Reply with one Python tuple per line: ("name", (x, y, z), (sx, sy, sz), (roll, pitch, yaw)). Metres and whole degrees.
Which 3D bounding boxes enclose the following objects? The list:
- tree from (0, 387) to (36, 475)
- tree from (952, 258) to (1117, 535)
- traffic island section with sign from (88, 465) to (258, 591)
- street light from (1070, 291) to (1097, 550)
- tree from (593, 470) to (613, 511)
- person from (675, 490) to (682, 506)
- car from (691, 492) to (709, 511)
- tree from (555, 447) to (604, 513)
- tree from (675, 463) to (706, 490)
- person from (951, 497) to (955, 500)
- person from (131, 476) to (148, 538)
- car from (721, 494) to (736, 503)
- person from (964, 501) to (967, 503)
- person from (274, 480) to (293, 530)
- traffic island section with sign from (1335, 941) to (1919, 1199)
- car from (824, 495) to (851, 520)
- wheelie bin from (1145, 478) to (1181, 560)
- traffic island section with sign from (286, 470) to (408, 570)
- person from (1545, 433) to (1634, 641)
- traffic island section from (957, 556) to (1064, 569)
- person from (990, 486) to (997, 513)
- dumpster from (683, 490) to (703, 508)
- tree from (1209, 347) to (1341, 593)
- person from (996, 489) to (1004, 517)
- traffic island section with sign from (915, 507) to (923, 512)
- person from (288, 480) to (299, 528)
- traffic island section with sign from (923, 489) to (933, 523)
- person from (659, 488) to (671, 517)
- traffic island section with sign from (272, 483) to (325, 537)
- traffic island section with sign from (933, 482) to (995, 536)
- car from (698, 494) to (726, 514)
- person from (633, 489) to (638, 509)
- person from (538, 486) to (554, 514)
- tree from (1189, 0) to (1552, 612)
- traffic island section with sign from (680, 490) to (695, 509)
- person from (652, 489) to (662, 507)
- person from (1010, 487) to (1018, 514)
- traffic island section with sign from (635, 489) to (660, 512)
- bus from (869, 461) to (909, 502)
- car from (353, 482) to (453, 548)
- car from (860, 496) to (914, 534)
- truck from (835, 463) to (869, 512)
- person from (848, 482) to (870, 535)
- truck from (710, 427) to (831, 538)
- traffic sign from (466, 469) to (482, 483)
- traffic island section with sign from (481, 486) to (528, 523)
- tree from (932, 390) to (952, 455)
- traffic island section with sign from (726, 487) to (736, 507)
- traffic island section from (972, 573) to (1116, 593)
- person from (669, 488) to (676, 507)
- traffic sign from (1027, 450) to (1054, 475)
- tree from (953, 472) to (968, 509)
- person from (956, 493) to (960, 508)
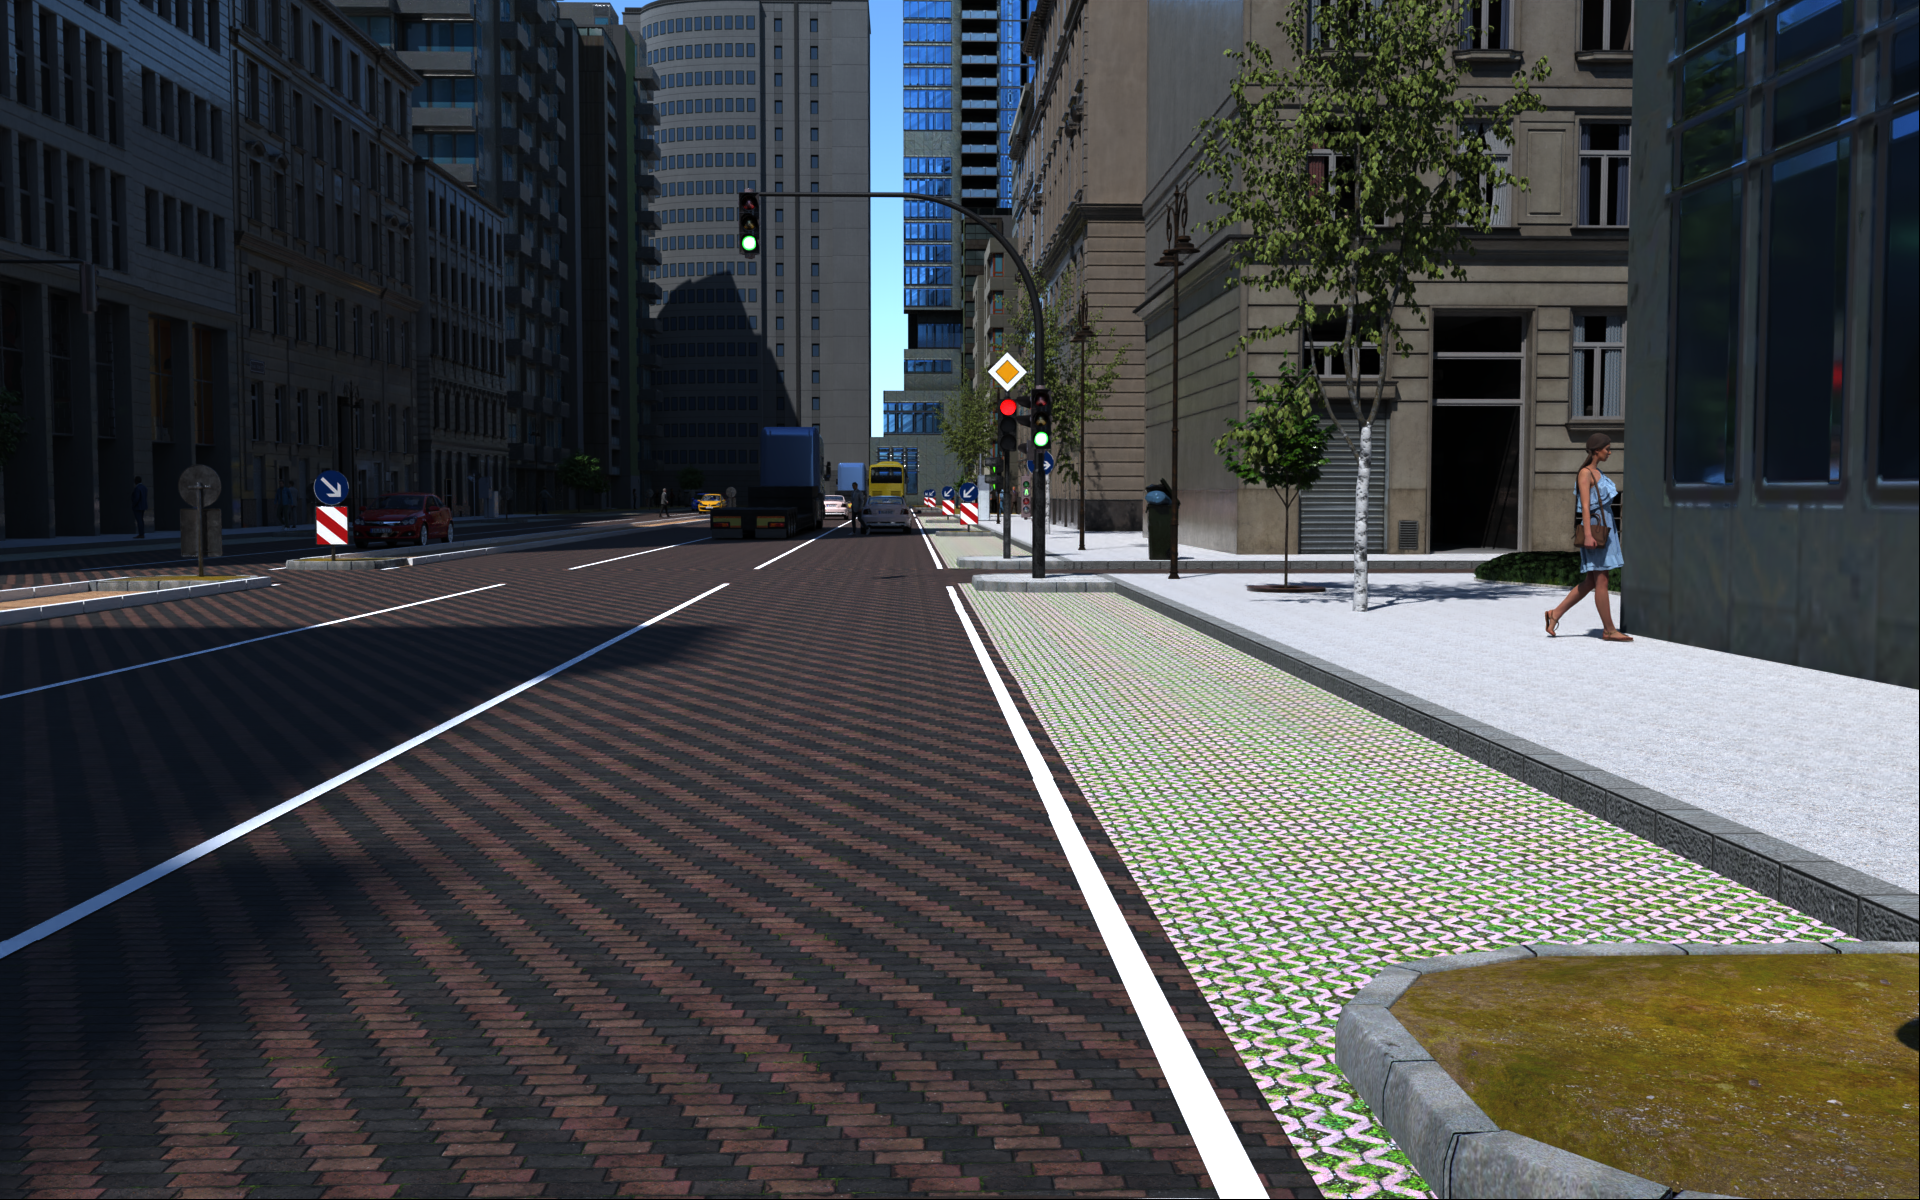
("tree", (-23.628, -3.492, 40.801), (4.285, 4.588, 4.351), (0, 3, 0))
("tree", (3.006, -6.378, 54.647), (4.737, 8.622, 4.395), (0, 3, 0))
("traffic island section with sign", (-11.774, -1.110, 26.280), (2.006, 1.907, 1.989), (0, 4, -2))
("street light", (2.796, -4.081, 39.520), (0.468, 5.910, 1.993), (0, 4, -2))
("tree", (-26.932, -8.222, 129.024), (1.663, 3.219, 1.824), (0, 3, 0))
("person", (-29.312, -10.616, 180.338), (0.721, 1.735, 1.217), (-3, 5, -41))
("car", (-21.859, -8.444, 147.645), (1.945, 1.707, 3.694), (0, 4, -1))
("tree", (-26.463, -8.370, 120.557), (4.285, 4.588, 4.351), (0, 3, 0))
("tree", (-28.475, -12.177, 182.800), (4.285, 4.588, 4.351), (0, 3, 0))
("person", (-0.657, -9.098, 154.818), (0.705, 1.821, 1.348), (0, 4, -6))
("person", (-23.741, -2.686, 50.137), (0.419, 1.800, 0.721), (0, 4, -7))
("car", (-23.381, -10.012, 172.729), (2.155, 1.783, 4.494), (0, 4, -2))
("person", (0.345, -7.135, 123.404), (0.721, 1.736, 1.217), (1, 4, 21))
("person", (-23.898, -3.353, 61.202), (0.601, 1.785, 0.444), (1, 4, 11))
("traffic island section with sign", (1.946, 0.290, 3.890), (1.989, 1.847, 2.006), (0, 4, -2))
("car", (-7.192, -5.206, 97.482), (2.083, 1.381, 4.827), (0, 4, -4))
("wheelie bin", (3.951, -1.587, 33.853), (0.693, 1.594, 0.980), (0, 4, 4))
("traffic island section with sign", (-12.004, -1.562, 33.683), (2.006, 1.907, 1.989), (0, 4, -2))
("person", (5.507, -0.552, 15.167), (0.778, 1.811, 0.616), (3, 4, 37))
("traffic island section", (0.956, -0.744, 34.440), (2.009, 0.180, 2.903), (0, 4, -2))
("person", (2.318, -6.763, 116.632), (1.348, 1.823, 0.705), (0, 4, -6))
("dumpster", (-25.566, -9.668, 166.284), (1.865, 1.857, 1.264), (0, 4, -3))
("tree", (4.364, -1.738, 23.015), (1.663, 3.219, 1.824), (0, 3, 0))
("person", (2.306, -5.556, 97.142), (0.793, 1.790, 0.793), (1, 4, 23))
("traffic island section with sign", (-2.343, -7.809, 136.306), (1.989, 1.847, 2.006), (0, 4, -2))
("person", (-25.348, -3.625, 65.508), (0.583, 1.804, 0.606), (1, 4, 18))
("traffic island section with sign", (-0.713, -4.730, 85.967), (1.989, 1.847, 2.006), (0, 4, -2))
("person", (-18.116, -5.970, 106.511), (0.834, 1.777, 0.661), (-1, 4, -22))
("traffic island section with sign", (-21.840, -3.040, 58.327), (1.989, 1.847, 2.006), (0, 4, -2))
("traffic island section with sign", (0.168, -3.082, 59.027), (1.989, 1.847, 2.006), (0, 4, -2))
("car", (-18.093, -7.114, 126.540), (2.015, 1.641, 3.980), (0, 4, -2))
("person", (-27.330, -8.511, 145.925), (0.721, 1.735, 1.217), (-1, 4, -21))
("person", (-26.957, -6.506, 112.501), (1.350, 1.814, 0.705), (2, 4, 31))
("tree", (4.413, -4.194, 18.935), (4.737, 8.622, 4.395), (0, 3, 0))
("traffic island section with sign", (-25.235, -9.449, 163.112), (1.989, 1.847, 2.006), (0, 4, -2))
("person", (-29.105, -9.769, 166.287), (1.217, 1.766, 0.721), (1, 4, 19))
("person", (3.537, -6.453, 112.095), (0.990, 1.755, 0.434), (-1, 4, -20))
("traffic island section with sign", (-24.360, -7.782, 135.857), (1.989, 1.847, 2.006), (0, 4, -2))
("bus", (-5.348, -8.449, 129.690), (2.896, 3.916, 12.252), (0, 4, -1))
("car", (-15.148, -2.335, 47.216), (2.155, 1.783, 4.494), (0, 4, -2))
("car", (-2.738, -3.148, 63.826), (2.083, 1.381, 4.827), (0, 4, -3))
("truck", (-9.207, -9.380, 143.121), (2.967, 4.110, 18.799), (0, 4, -1))
("person", (-3.531, -3.176, 60.270), (0.795, 1.843, 0.661), (-3, 5, -40))
("truck", (-6.744, -4.518, 63.630), (2.967, 4.110, 18.799), (0, 4, -1))
("traffic sign", (-24.912, -5.447, 88.788), (0.795, 2.593, 0.064), (0, 4, -1))
("traffic island section with sign", (-22.755, -4.774, 86.679), (1.989, 1.847, 2.006), (0, 4, -2))
("tree", (0.783, -8.895, 95.799), (4.737, 8.622, 4.395), (0, 3, 0))
("traffic island section with sign", (-14.443, -6.156, 108.782), (2.006, 1.907, 1.989), (0, 4, -2))
("traffic island section", (1.214, -0.256, 26.460), (2.009, 0.180, 2.903), (0, 4, -2))
("person", (-27.856, -9.879, 167.528), (0.705, 1.831, 1.348), (1, 4, 14))
("traffic sign", (2.299, -3.024, 49.551), (0.768, 2.556, 0.104), (0, 4, 5))
("tree", (0.162, -9.543, 150.626), (1.663, 3.219, 1.824), (0, 3, 0))
("person", (-0.215, -9.347, 158.954), (0.705, 1.814, 1.350), (-1, 4, -9))
